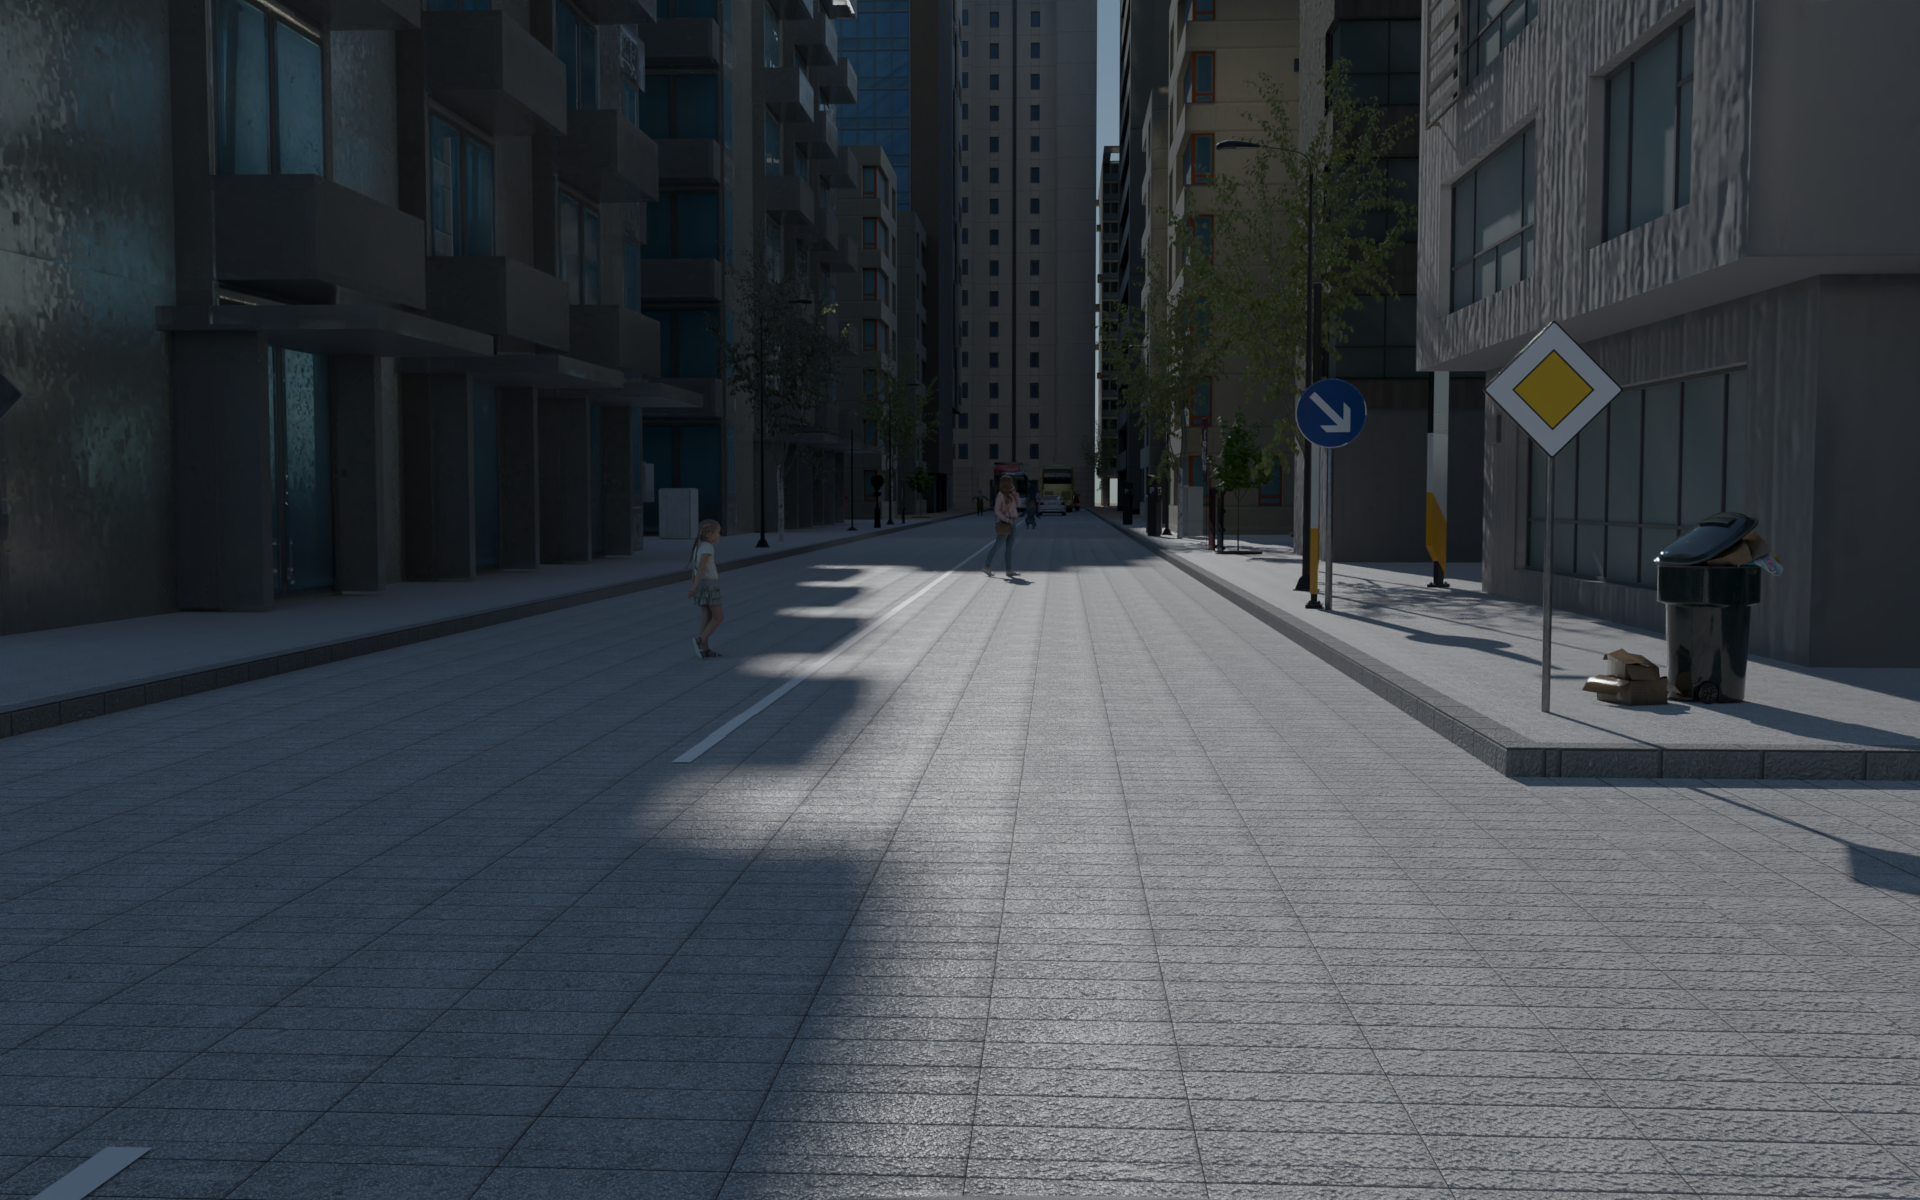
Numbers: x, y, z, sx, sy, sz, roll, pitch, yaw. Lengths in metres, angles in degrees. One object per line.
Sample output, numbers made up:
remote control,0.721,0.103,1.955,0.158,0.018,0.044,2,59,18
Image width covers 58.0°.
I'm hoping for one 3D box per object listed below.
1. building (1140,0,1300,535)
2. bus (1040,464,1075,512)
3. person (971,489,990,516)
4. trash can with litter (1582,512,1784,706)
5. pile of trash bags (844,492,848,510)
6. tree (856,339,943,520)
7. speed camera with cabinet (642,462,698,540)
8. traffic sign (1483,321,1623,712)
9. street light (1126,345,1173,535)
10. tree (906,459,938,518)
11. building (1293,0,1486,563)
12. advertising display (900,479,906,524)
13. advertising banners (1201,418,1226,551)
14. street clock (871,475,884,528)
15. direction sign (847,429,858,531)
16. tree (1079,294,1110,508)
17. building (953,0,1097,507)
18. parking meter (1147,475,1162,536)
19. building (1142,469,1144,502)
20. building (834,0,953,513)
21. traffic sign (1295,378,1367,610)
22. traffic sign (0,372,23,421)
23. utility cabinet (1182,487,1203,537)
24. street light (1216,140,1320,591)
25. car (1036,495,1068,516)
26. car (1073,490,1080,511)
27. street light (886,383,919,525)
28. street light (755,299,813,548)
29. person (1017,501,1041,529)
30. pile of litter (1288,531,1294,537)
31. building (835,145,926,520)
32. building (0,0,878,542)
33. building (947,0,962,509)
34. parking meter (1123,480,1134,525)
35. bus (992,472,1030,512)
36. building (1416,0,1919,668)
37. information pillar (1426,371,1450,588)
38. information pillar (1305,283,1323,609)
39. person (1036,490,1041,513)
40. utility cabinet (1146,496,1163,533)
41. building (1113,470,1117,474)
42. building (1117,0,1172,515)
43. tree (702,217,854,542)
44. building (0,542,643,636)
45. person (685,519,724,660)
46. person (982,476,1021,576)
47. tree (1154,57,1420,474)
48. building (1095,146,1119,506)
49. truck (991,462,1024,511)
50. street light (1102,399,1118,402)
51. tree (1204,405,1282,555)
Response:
building,21.621,-13.604,67.463,27.650,21.520,28.899,0,4,3
bus,7.848,-9.047,139.461,2.896,3.916,12.252,0,4,3
person,1.328,-6.347,113.010,1.217,1.736,0.721,-1,4,-10
trash can with litter,4.432,0.046,10.640,1.055,1.170,0.624,-1,4,-18
pile of trash bags,-7.169,-4.596,84.897,3.447,1.369,1.912,1,4,11
tree,-3.092,-8.121,83.148,4.737,8.622,4.395,0,3,0
speed camera with cabinet,-8.486,-3.357,49.228,2.038,3.252,0.660,1,4,16
traffic sign,3.449,-0.398,10.146,0.795,2.450,0.064,0,4,3
street light,5.945,-4.989,54.114,1.470,5.913,1.316,0,4,3
tree,-2.251,-6.082,94.048,1.663,3.219,1.824,0,3,0
building,14.323,-16.295,38.117,14.160,30.474,14.107,0,4,3
advertising display,-2.463,-4.269,75.017,0.123,1.923,0.974,-1,4,-8
advertising banners,5.728,-2.635,39.269,0.090,3.025,2.074,0,4,-6
street clock,-3.115,-3.713,65.269,0.471,2.002,0.358,-3,4,-37
direction sign,-3.787,-4.207,60.778,0.379,3.537,0.876,0,4,-5
tree,6.036,-6.045,49.205,4.737,8.622,4.395,0,3,0
building,-0.096,-39.011,179.828,28.212,58.520,21.231,0,4,3
parking meter,5.918,-2.870,52.637,0.399,1.863,0.255,3,5,43
building,20.916,-40.158,94.830,20.563,71.187,20.611,0,4,3
building,-7.883,-28.840,121.640,14.600,45.320,14.200,0,4,3
traffic sign,4.087,-1.164,19.130,0.768,2.556,0.104,1,4,13
traffic sign,-6.178,-0.433,10.726,0.795,2.450,0.064,0,4,3
utility cabinet,6.851,-2.618,51.487,0.318,1.500,1.173,2,4,30
street light,4.062,-3.079,22.878,1.470,5.913,1.316,0,4,3
car,6.135,-6.300,115.367,2.083,1.381,4.827,0,4,3
car,9.256,-8.596,149.223,2.281,1.827,5.304,0,4,2
street light,-2.391,-6.117,72.558,1.470,5.913,1.316,0,4,3
street light,-4.201,-4.209,41.355,1.470,5.913,1.316,0,4,3
person,2.831,-3.509,71.376,1.012,1.151,0.738,0,4,4
pile of litter,10.311,-2.295,51.492,1.176,0.858,1.719,2,4,33
building,-16.880,-15.666,101.182,27.650,21.520,28.899,0,4,3
building,-15.834,-27.193,64.221,23.786,49.044,30.456,0,4,3
building,-13.512,-34.103,146.828,27.495,52.752,28.713,0,4,3
parking meter,7.027,-4.080,72.417,0.399,1.863,0.255,2,4,32
bus,4.292,-8.913,140.582,2.948,3.499,13.247,0,4,3
building,12.425,-20.230,14.358,14.086,41.232,14.154,0,4,3
information pillar,6.543,-1.979,23.706,0.183,3.616,0.504,3,5,40
information pillar,4.011,-1.722,19.504,0.183,3.616,0.504,1,4,13
person,5.551,-6.877,121.875,0.436,1.711,0.756,0,4,2
utility cabinet,6.372,-2.792,56.817,0.306,1.237,1.020,-1,4,-9
building,24.895,-32.005,142.896,23.786,49.044,30.456,0,4,3
building,21.779,-30.174,117.050,21.300,48.544,21.600,0,4,3
tree,-4.786,-5.856,46.103,4.360,8.622,3.978,0,3,0
building,-17.528,-24.848,25.871,23.786,49.044,30.456,0,4,3
person,-2.279,-0.100,15.151,0.382,1.210,0.505,-2,4,-29
person,0.729,-1.301,30.357,0.643,1.750,0.593,2,4,26
tree,5.669,-4.811,29.024,4.737,8.622,4.395,0,3,0
building,26.477,-30.076,183.623,23.993,40.220,32.217,0,4,3
truck,4.341,-10.126,154.471,2.839,4.237,11.283,0,4,3
street light,7.631,-6.874,84.924,1.470,5.913,1.316,0,4,3
tree,5.860,-2.593,37.000,1.663,3.219,1.824,0,3,0
